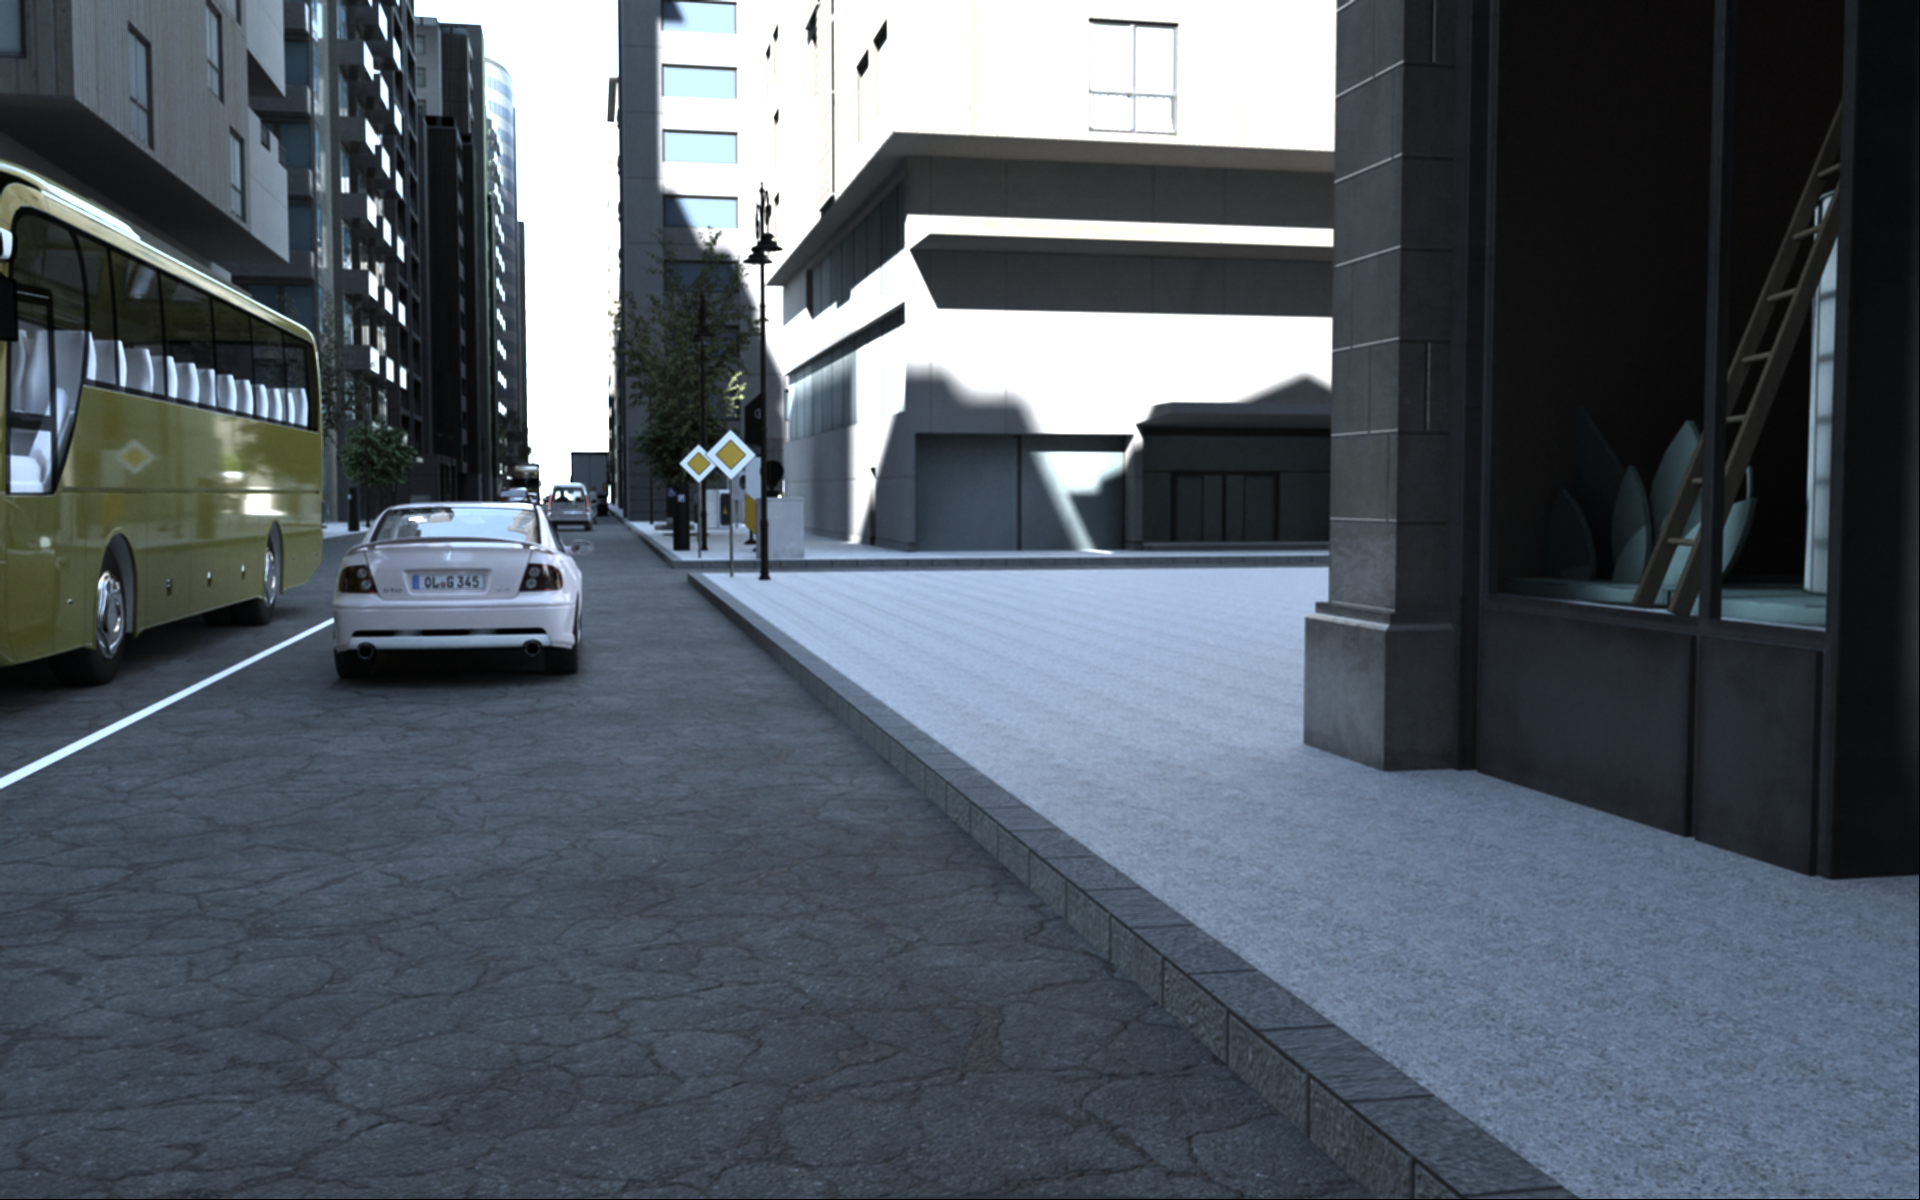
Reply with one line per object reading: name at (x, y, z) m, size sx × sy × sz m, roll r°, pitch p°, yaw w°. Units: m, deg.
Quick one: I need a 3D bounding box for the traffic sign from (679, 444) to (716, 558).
traffic sign at (-5.217, -1.896, 34.636) m, size 0.795 × 2.450 × 0.064 m, roll -1°, pitch 4°, yaw -12°

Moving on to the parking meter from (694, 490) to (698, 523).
parking meter at (-11.589, -4.175, 76.677) m, size 0.372 × 1.533 × 0.369 m, roll 0°, pitch 3°, yaw 0°

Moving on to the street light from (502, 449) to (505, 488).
street light at (-46.043, -12.371, 175.050) m, size 0.468 × 5.910 × 1.993 m, roll -1°, pitch 4°, yaw -12°

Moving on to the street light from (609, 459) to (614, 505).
street light at (-36.416, -12.834, 182.623) m, size 0.468 × 5.910 × 1.993 m, roll -1°, pitch 4°, yaw -12°

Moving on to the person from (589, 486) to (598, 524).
person at (-17.695, -4.598, 83.552) m, size 0.514 × 1.842 × 0.818 m, roll 1°, pitch 4°, yaw 13°

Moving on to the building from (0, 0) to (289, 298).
building at (-32.311, -27.634, 41.050) m, size 28.713 × 52.752 × 27.495 m, roll -1°, pitch 4°, yaw -12°

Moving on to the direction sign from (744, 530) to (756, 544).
direction sign at (-5.347, -3.197, 44.276) m, size 0.379 × 3.537 × 0.876 m, roll -1°, pitch 4°, yaw -8°

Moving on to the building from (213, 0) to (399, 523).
building at (-39.879, -28.453, 84.818) m, size 23.786 × 49.044 × 30.456 m, roll -1°, pitch 4°, yaw -12°

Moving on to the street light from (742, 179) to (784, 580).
street light at (-2.930, -3.242, 25.792) m, size 0.468 × 5.910 × 1.993 m, roll -1°, pitch 4°, yaw -12°

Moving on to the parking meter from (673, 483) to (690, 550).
parking meter at (-6.361, -1.904, 39.540) m, size 0.372 × 1.533 × 0.369 m, roll 0°, pitch 3°, yaw 0°

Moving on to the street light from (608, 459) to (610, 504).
street light at (-39.357, -13.658, 196.094) m, size 0.468 × 5.910 × 1.993 m, roll -1°, pitch 4°, yaw -12°

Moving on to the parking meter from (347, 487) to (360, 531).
parking meter at (-20.885, -3.132, 59.623) m, size 0.372 × 1.533 × 0.369 m, roll 0°, pitch 3°, yaw 0°

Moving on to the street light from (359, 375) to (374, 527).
street light at (-22.761, -5.726, 66.412) m, size 0.468 × 5.910 × 1.993 m, roll -1°, pitch 4°, yaw -12°

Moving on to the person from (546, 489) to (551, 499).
person at (-35.799, -8.705, 150.690) m, size 0.599 × 1.838 × 0.709 m, roll -2°, pitch 4°, yaw -24°

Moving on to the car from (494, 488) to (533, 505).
car at (-26.833, -5.843, 104.208) m, size 2.281 × 1.827 × 5.304 m, roll -1°, pitch 4°, yaw -12°

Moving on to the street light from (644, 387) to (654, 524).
street light at (-13.124, -6.162, 73.530) m, size 0.468 × 5.910 × 1.993 m, roll -1°, pitch 4°, yaw -12°

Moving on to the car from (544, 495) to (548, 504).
car at (-61.053, -14.997, 257.782) m, size 1.945 × 1.354 × 3.894 m, roll -1°, pitch 4°, yaw -10°

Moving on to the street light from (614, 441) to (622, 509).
street light at (-29.248, -10.767, 148.833) m, size 0.468 × 5.910 × 1.993 m, roll -1°, pitch 4°, yaw -12°

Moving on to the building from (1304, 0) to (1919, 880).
building at (6.380, -9.600, 7.865) m, size 10.553 × 20.767 × 40.483 m, roll -1°, pitch 4°, yaw -12°

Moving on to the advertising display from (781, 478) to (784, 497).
advertising display at (-6.725, -3.931, 69.493) m, size 0.974 × 1.923 × 0.123 m, roll -3°, pitch 4°, yaw -36°

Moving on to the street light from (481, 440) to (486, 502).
street light at (-38.862, -10.304, 141.263) m, size 0.468 × 5.910 × 1.993 m, roll -1°, pitch 4°, yaw -12°

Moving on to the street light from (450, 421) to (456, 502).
street light at (-31.556, -8.239, 107.502) m, size 0.468 × 5.910 × 1.993 m, roll -1°, pitch 4°, yaw -12°

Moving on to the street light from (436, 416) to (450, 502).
street light at (-30.228, -7.835, 100.891) m, size 0.468 × 5.910 × 1.993 m, roll -1°, pitch 4°, yaw -12°

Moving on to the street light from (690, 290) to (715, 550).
street light at (-5.833, -4.070, 39.333) m, size 0.468 × 5.910 × 1.993 m, roll -1°, pitch 4°, yaw -12°

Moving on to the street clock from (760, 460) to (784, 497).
street clock at (-4.052, -2.005, 37.358) m, size 0.471 × 2.002 × 0.358 m, roll -1°, pitch 4°, yaw -19°

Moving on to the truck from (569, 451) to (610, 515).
truck at (-25.412, -7.950, 118.892) m, size 2.839 × 4.237 × 11.283 m, roll -1°, pitch 4°, yaw -12°

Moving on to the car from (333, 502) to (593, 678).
car at (-4.236, -0.161, 15.000) m, size 2.083 × 1.381 × 4.827 m, roll -1°, pitch 4°, yaw -12°

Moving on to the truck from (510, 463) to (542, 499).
truck at (-40.053, -10.468, 160.068) m, size 2.839 × 4.237 × 11.283 m, roll -1°, pitch 4°, yaw -14°

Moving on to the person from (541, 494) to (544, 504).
person at (-57.837, -13.983, 240.337) m, size 0.599 × 1.433 × 0.991 m, roll 3°, pitch 5°, yaw 43°

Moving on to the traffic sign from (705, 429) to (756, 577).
traffic sign at (-3.546, -1.418, 26.827) m, size 0.795 × 2.450 × 0.064 m, roll -1°, pitch 4°, yaw -12°

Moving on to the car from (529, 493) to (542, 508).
car at (-30.433, -6.893, 121.740) m, size 2.155 × 1.783 × 4.494 m, roll -1°, pitch 4°, yaw -11°
